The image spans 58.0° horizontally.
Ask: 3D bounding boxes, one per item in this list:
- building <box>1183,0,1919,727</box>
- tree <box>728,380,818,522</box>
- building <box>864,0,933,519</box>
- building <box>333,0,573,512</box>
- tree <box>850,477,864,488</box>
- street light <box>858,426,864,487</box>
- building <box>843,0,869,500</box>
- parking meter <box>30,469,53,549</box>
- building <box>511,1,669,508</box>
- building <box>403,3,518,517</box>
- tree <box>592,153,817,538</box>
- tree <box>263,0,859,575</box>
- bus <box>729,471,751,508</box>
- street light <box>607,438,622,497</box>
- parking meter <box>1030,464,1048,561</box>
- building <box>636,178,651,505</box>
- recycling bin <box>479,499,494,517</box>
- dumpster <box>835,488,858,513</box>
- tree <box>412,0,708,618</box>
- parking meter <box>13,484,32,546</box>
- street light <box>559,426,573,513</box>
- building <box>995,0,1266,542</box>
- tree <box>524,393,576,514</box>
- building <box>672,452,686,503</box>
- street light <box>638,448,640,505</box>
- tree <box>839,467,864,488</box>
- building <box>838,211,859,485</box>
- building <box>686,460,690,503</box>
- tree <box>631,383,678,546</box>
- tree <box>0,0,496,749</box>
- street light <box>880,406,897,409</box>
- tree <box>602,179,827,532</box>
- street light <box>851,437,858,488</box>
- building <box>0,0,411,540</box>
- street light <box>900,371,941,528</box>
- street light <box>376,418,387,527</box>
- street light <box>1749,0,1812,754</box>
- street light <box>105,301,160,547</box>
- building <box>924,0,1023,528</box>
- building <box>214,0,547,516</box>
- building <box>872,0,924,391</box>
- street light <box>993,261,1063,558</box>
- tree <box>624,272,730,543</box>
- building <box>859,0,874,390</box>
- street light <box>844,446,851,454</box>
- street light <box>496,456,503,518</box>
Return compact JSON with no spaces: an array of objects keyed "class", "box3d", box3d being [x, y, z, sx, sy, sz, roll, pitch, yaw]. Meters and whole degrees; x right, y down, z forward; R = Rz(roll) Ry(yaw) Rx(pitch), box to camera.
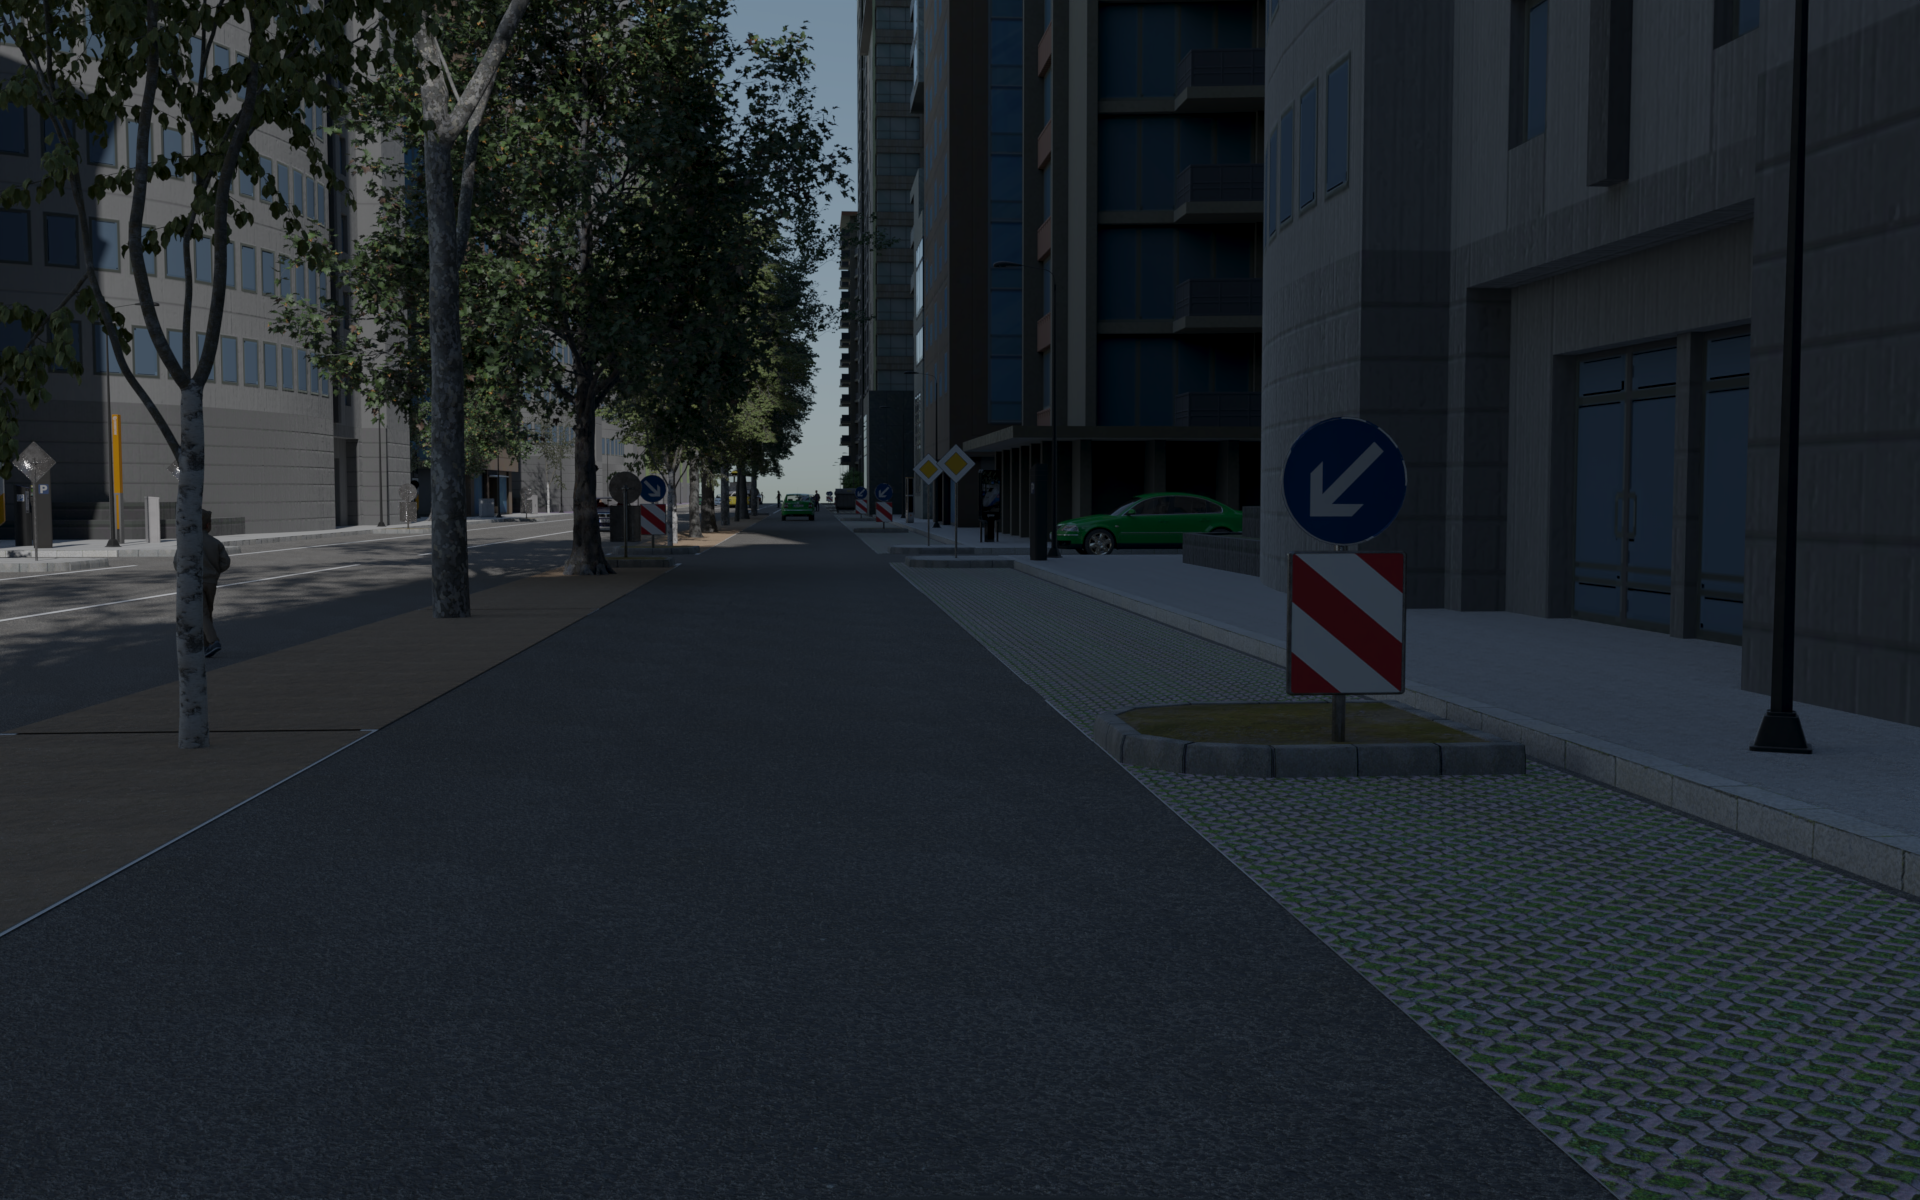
[{"class":"building","box3d":[14.700,-29.260,20.409,21.231,58.520,28.212,0,4,-5]},{"class":"tree","box3d":[-11.548,-9.307,89.044,8.767,10.594,7.601,0,4,-5]},{"class":"building","box3d":[5.897,-48.231,101.253,22.319,86.520,31.000,0,4,-5]},{"class":"building","box3d":[-41.341,-37.550,155.940,21.231,58.520,28.212,0,4,-5]},{"class":"tree","box3d":[-11.698,-12.660,201.587,1.663,3.219,1.824,0,3,0]},{"class":"street light","box3d":[-5.974,-8.870,117.567,1.470,5.913,1.316,0,4,-5]},{"class":"building","box3d":[-5.714,-48.862,237.139,20.563,71.187,20.611,0,4,-5]},{"class":"parking meter","box3d":[-21.690,-2.151,40.883,0.255,1.863,0.399,3,5,39]},{"class":"building","box3d":[-47.371,-40.925,211.118,21.231,58.520,28.212,0,4,-5]},{"class":"building","box3d":[-34.443,-27.613,101.590,14.600,45.320,14.200,0,4,-5]},{"class":"tree","box3d":[-8.543,-8.283,56.010,7.486,12.596,7.792,0,3,0]},{"class":"tree","box3d":[-6.613,-6.778,30.288,9.611,12.733,9.660,0,3,0]},{"class":"bus","box3d":[-22.481,-11.461,178.933,2.896,3.916,12.252,0,4,-4]},{"class":"street light","box3d":[-28.684,-10.468,143.689,1.470,5.913,1.316,0,4,-5]},{"class":"parking meter","box3d":[1.521,-1.699,33.496,0.255,1.863,0.399,-1,4,-15]},{"class":"building","box3d":[-39.717,-30.226,177.797,14.154,41.232,14.086,0,4,-5]},{"class":"recycling bin","box3d":[-26.075,-5.066,95.383,0.722,1.027,0.722,-2,4,-24]},{"class":"dumpster","box3d":[-8.565,-7.522,131.200,1.865,1.857,1.264,0,4,-6]},{"class":"tree","box3d":[-4.609,-9.808,18.710,12.611,20.169,13.585,0,3,0]},{"class":"parking meter","box3d":[-23.078,-2.094,42.651,0.372,1.533,0.369,0,3,0]},{"class":"street light","box3d":[-26.448,-8.846,117.168,1.470,5.913,1.316,0,4,-5]},{"class":"building","box3d":[14.790,-24.449,54.367,28.867,44.769,22.147,0,4,-5]},{"class":"tree","box3d":[-26.783,-9.972,113.412,4.360,8.622,3.978,0,3,0]},{"class":"building","box3d":[-45.074,-33.605,233.034,14.154,41.232,14.086,0,4,-5]},{"class":"street light","box3d":[-31.122,-12.103,170.424,1.470,5.913,1.316,0,4,-5]},{"class":"tree","box3d":[-12.701,-13.512,204.640,4.285,4.588,4.351,0,3,0]},{"class":"building","box3d":[-7.167,-37.185,262.606,22.147,44.769,28.867,0,4,-5]},{"class":"building","box3d":[-47.093,-35.331,261.250,14.154,41.232,14.086,0,4,-5]},{"class":"tree","box3d":[-7.588,-5.635,44.959,4.737,8.622,4.395,0,3,0]},{"class":"tree","box3d":[-4.373,-3.480,9.724,4.737,8.622,4.395,0,3,0]},{"class":"street light","box3d":[-3.541,-7.280,91.569,1.470,5.913,1.316,0,4,-5]},{"class":"tree","box3d":[-9.430,-9.515,64.678,9.857,13.997,8.962,0,3,0]},{"class":"street light","box3d":[-7.907,-10.328,141.398,1.470,5.913,1.316,0,4,-5]},{"class":"building","box3d":[-32.918,-31.566,58.111,21.231,58.520,28.212,0,4,-5]},{"class":"street light","box3d":[-1.426,-5.688,65.543,1.470,5.913,1.316,0,4,-5]},{"class":"street light","box3d":[-22.155,-5.826,67.801,1.470,5.913,1.316,0,4,-5]},{"class":"street light","box3d":[3.585,-2.199,8.488,1.470,5.913,1.316,0,4,-5]},{"class":"street light","box3d":[-19.960,-4.235,41.782,1.470,5.913,1.316,0,4,-5]},{"class":"building","box3d":[5.861,-25.794,71.849,14.600,45.320,14.200,0,4,-5]},{"class":"building","box3d":[-39.036,-35.833,127.874,21.231,58.520,28.212,0,4,-5]},{"class":"building","box3d":[0.487,-27.243,129.024,14.154,41.232,14.086,0,4,-5]},{"class":"street light","box3d":[1.360,-3.805,34.745,1.470,5.913,1.316,0,4,-5]},{"class":"tree","box3d":[-8.202,-5.917,49.563,4.360,8.622,3.978,0,3,0]},{"class":"building","box3d":[4.370,-36.154,180.352,28.713,52.752,27.495,0,4,-5]},{"class":"street light","box3d":[-10.194,-11.919,167.409,1.470,5.913,1.316,0,4,-5]},{"class":"street light","box3d":[-24.464,-7.417,93.810,1.470,5.913,1.316,0,4,-5]}]
